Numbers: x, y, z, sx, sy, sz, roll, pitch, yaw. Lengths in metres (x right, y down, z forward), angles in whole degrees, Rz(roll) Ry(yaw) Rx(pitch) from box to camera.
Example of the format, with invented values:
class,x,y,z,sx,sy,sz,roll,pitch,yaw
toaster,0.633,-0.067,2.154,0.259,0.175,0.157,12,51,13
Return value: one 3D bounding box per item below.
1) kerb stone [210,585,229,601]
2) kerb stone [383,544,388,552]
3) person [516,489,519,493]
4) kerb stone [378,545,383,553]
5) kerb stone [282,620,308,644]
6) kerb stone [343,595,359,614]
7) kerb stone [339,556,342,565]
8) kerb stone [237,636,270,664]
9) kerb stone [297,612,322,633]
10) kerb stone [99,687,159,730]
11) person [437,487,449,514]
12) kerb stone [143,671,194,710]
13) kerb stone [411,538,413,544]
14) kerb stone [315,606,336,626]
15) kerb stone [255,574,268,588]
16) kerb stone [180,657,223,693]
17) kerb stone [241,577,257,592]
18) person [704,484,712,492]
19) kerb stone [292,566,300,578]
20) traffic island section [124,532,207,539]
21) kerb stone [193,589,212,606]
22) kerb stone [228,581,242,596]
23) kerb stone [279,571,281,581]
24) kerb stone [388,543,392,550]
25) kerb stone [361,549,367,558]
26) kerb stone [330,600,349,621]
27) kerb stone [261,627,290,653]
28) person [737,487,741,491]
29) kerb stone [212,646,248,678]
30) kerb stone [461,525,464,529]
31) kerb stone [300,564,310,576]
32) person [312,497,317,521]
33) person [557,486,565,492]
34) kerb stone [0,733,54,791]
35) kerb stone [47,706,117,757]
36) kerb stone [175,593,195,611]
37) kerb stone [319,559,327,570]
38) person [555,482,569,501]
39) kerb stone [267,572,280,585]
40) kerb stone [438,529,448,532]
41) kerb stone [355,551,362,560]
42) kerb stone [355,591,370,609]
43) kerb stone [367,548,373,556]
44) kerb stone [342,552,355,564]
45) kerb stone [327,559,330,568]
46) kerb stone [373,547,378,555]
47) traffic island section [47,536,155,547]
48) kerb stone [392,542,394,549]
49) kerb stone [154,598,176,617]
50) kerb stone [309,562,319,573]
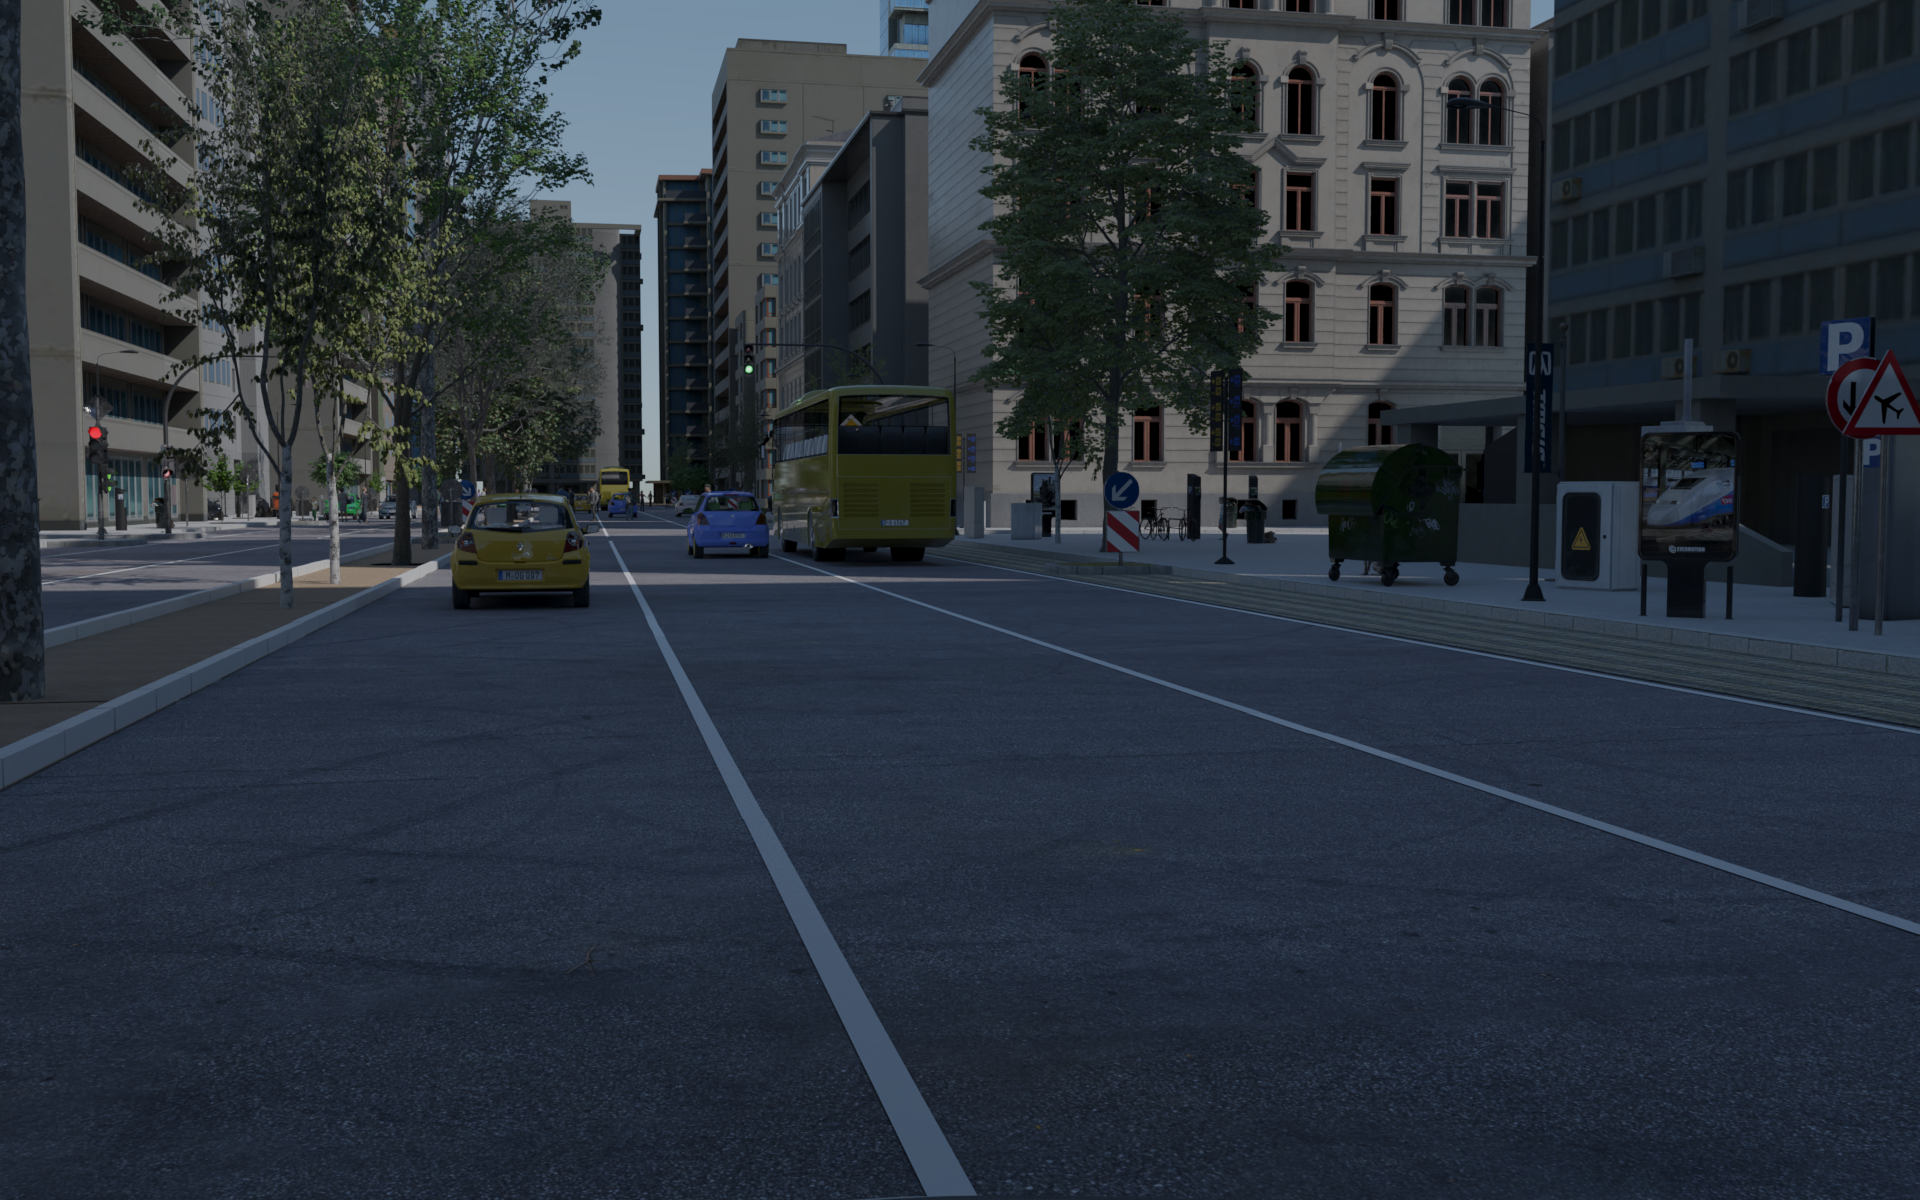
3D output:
class,x,y,z,sx,sy,sz,roll,pitch,yaw
kerb stone,-10.099,-0.076,23.435,0.120,0.150,1.000,-1,4,-12
kerb stone,-14.207,-1.237,42.474,0.120,0.150,1.000,-1,4,-12
person,-25.754,-5.600,100.731,0.731,1.740,0.598,1,4,21
kerb stone,-13.998,-1.179,41.474,0.120,0.150,1.000,-1,4,-12
kerb stone,-6.537,0.327,16.907,0.120,0.150,1.000,-1,4,-12
kerb stone,-7.408,0.079,20.905,0.120,0.150,1.000,-1,4,-12
kerb stone,-12.477,-0.749,34.450,0.120,0.150,1.000,-1,4,-12
kerb stone,-6.114,0.446,14.903,0.120,0.150,1.000,-1,4,-12
kerb stone,-6.762,0.263,17.904,0.120,0.150,1.000,-1,4,-12
kerb stone,-5.242,0.692,10.892,0.120,0.150,1.000,-1,4,-12
person,-28.117,-5.218,93.806,0.794,1.824,0.713,-3,4,-37
kerb stone,-5.457,0.630,11.891,0.120,0.150,1.000,-1,4,-12
kerb stone,-15.950,-1.730,50.480,0.120,0.150,1.000,-1,4,-12
kerb stone,-6.977,0.202,18.903,0.120,0.150,1.000,-1,4,-12
kerb stone,-10.747,-0.259,26.432,0.120,0.150,1.000,-1,4,-12
kerb stone,-5.670,0.569,12.893,0.120,0.150,1.000,-1,4,-12
kerb stone,-10.525,-0.198,25.434,0.120,0.150,1.000,-1,4,-12
person,-8.798,-3.184,60.906,0.623,1.781,0.721,0,4,2
kerb stone,-11.405,-0.442,29.428,0.120,0.150,1.000,-1,4,-12
traffic island section,-25.738,-2.079,56.278,2.009,0.180,2.903,-1,4,-12
kerb stone,-9.888,-0.014,22.428,0.120,0.150,1.000,-1,4,-12
kerb stone,-10.322,-0.130,24.433,0.120,0.150,1.000,-1,4,-12
kerb stone,-11.189,-0.376,28.430,0.120,0.150,1.000,-1,4,-12
kerb stone,-14.435,-1.301,43.470,0.120,0.150,1.000,-1,4,-12
kerb stone,-13.349,-0.995,38.460,0.120,0.150,1.000,-1,4,-12
kerb stone,-7.188,0.140,19.906,0.120,0.150,1.000,-1,4,-12
kerb stone,-6.324,0.388,15.904,0.120,0.150,1.000,-1,4,-12
person,-12.658,-5.581,99.762,0.388,1.821,0.555,0,4,-7
kerb stone,-5.892,0.509,13.891,0.120,0.150,1.000,-1,4,-12
kerb stone,-20.839,-3.112,73.082,0.120,0.150,1.000,-1,4,-12
kerb stone,-11.610,-0.502,30.432,0.120,0.150,1.000,-1,4,-12
person,-33.143,-4.660,88.944,0.306,1.304,0.590,0,4,-7
person,-21.593,-5.217,93.597,0.655,1.846,0.447,-1,4,-22
kerb stone,-4.812,0.815,8.894,0.120,0.150,1.000,-1,4,-12
kerb stone,-5.029,0.755,9.893,0.120,0.150,1.000,-1,4,-12
kerb stone,-9.668,0.051,21.418,0.120,0.150,1.000,-1,4,-12
kerb stone,-12.053,-0.627,32.444,0.120,0.150,1.000,-1,4,-12
person,-12.764,-2.861,55.461,0.419,1.800,0.721,1,4,19
kerb stone,-10.967,-0.320,27.430,0.120,0.150,1.000,-1,4,-12
kerb stone,-18.237,-2.376,61.054,0.120,0.150,1.000,-1,4,-12
kerb stone,-13.128,-0.930,37.461,0.120,0.150,1.000,-1,4,-12
kerb stone,-7.622,0.018,21.905,0.120,0.150,1.000,-1,4,-12
kerb stone,-13.566,-1.056,39.465,0.120,0.150,1.000,-1,4,-12
kerb stone,-12.918,-0.868,36.456,0.120,0.150,1.000,-1,4,-12
kerb stone,-12.263,-0.684,33.446,0.120,0.150,1.000,-1,4,-12
kerb stone,-13.787,-1.116,40.474,0.120,0.150,1.000,-1,4,-12
traffic island section,-24.050,-1.602,48.473,2.009,0.180,2.903,-1,4,-12
kerb stone,-14.655,-1.363,44.475,0.120,0.150,1.000,-1,4,-12
kerb stone,-9.452,0.111,20.419,0.120,0.150,1.000,-1,4,-12
kerb stone,-11.826,-0.563,31.439,0.120,0.150,1.000,-1,4,-12
